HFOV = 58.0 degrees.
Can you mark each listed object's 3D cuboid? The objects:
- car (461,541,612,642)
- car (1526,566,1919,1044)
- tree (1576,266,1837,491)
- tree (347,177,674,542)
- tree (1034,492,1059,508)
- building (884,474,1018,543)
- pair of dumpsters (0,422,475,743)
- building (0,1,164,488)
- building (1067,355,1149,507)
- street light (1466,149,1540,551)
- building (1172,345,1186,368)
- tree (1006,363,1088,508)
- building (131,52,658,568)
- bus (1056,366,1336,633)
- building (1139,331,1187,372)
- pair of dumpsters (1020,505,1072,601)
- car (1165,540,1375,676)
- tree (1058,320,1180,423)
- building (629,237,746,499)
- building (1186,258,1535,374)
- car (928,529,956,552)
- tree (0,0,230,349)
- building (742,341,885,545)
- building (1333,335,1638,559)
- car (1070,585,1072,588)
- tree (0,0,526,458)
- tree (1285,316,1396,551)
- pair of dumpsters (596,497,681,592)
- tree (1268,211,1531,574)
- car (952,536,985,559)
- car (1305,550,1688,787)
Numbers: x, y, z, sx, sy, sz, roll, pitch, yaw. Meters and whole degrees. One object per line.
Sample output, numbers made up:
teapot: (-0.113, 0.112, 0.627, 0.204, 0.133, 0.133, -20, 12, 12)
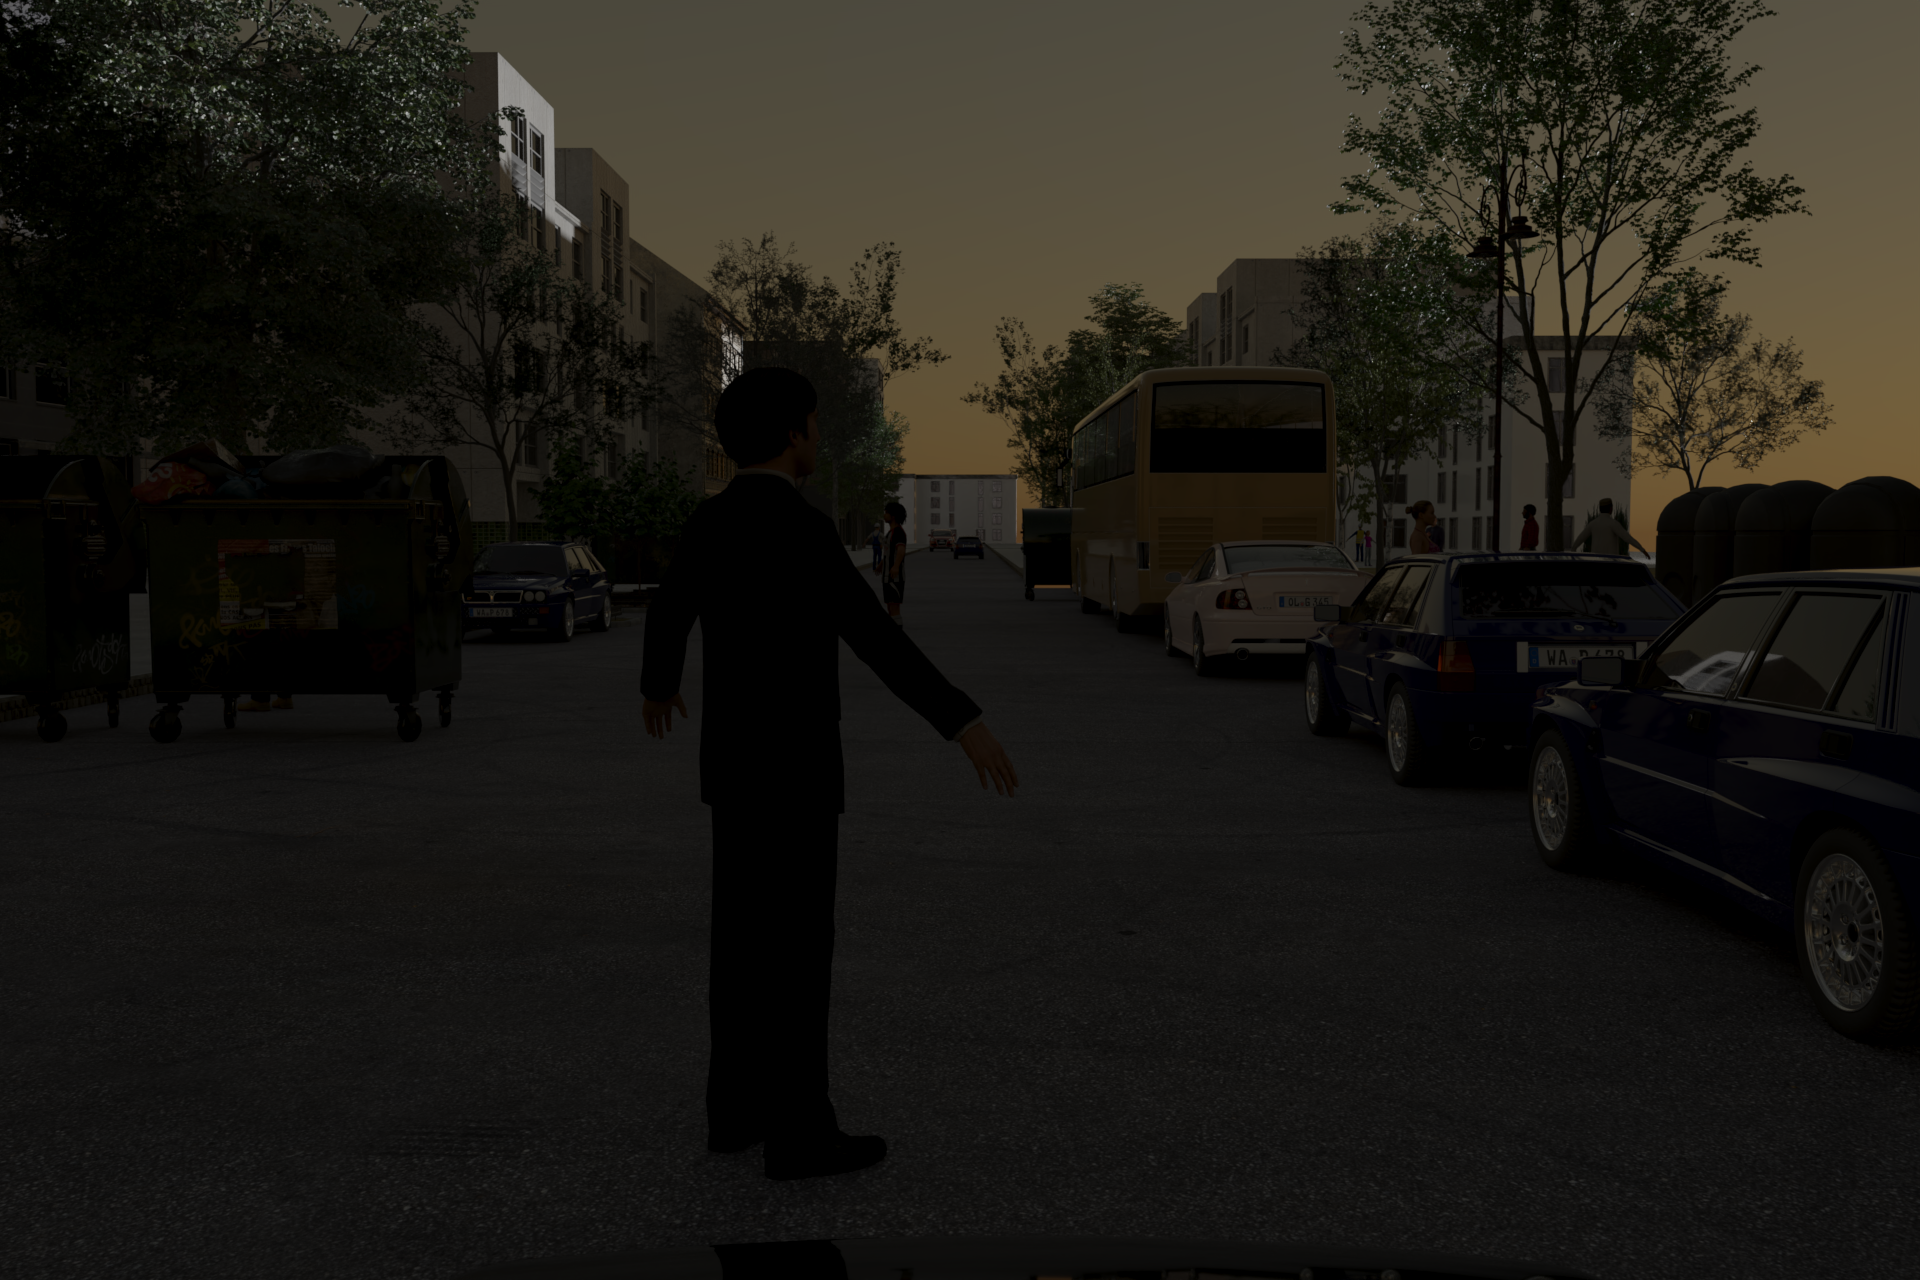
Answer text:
car: (-6.026, -0.708, 24.155, 1.945, 1.354, 3.894, 0, 3, 0)
car: (3.363, 0.390, 6.209, 1.945, 1.354, 3.894, 0, 4, 0)
tree: (25.441, -7.650, 59.484, 8.767, 10.594, 7.601, 2, 4, 25)
tree: (-11.478, -6.717, 44.228, 8.767, 10.594, 7.601, -2, 4, -32)
tree: (12.965, -17.776, 241.003, 4.360, 8.622, 3.978, 0, 3, 0)
building: (-6.085, -18.087, 240.329, 28.070, 9.664, 9.099, 0, 4, 2)
pair of dumpsters: (-5.835, -0.449, 12.292, 4.436, 2.255, 1.574, 0, 4, 0)
building: (-27.369, -13.291, 35.717, 11.959, 24.771, 22.079, 0, 4, 1)
building: (27.004, -22.653, 214.354, 27.936, 21.610, 32.646, 0, 4, 0)
street light: (6.635, -2.969, 21.331, 0.468, 5.910, 1.993, 0, 4, 1)
building: (26.177, -19.395, 173.535, 16.016, 20.090, 11.380, 0, 4, 0)
tree: (6.643, -10.943, 104.677, 9.928, 11.665, 9.643, 0, 3, 0)
building: (-25.165, -13.044, 79.725, 16.747, 18.905, 31.486, 0, 4, 0)
bus: (3.417, -2.226, 27.947, 2.896, 3.916, 12.252, 0, 4, -1)
building: (24.520, -21.851, 188.196, 19.493, 23.208, 18.063, 0, 4, 0)
pair of dumpsters: (3.522, -1.992, 37.524, 4.436, 2.255, 1.574, 0, 4, -1)
car: (3.321, -0.394, 18.806, 2.083, 1.381, 4.827, 0, 4, 1)
tree: (5.613, -6.739, 60.541, 4.737, 8.622, 4.395, 0, 3, 0)
building: (-25.325, -17.574, 118.264, 19.493, 23.208, 18.063, 0, 4, 1)
building: (26.060, -15.495, 119.809, 16.747, 18.905, 31.486, 0, 3, 0)
car: (-1.467, -8.159, 142.073, 2.281, 1.827, 5.304, 0, 3, 0)
tree: (-12.210, -5.143, 18.500, 7.601, 10.594, 8.767, 3, 5, 42)
building: (-23.431, -21.728, 199.226, 27.936, 21.610, 32.646, 0, 4, 0)
building: (24.319, -8.882, 87.376, 9.099, 9.664, 28.070, 0, 4, 1)
car: (3.763, -1.967, 44.747, 1.945, 1.354, 3.894, 0, 4, 0)
tree: (-12.216, -7.481, 28.963, 9.857, 13.997, 8.962, 0, 3, 0)
tree: (12.617, -6.556, 57.561, 4.737, 8.622, 4.395, 0, 3, 0)
pair of dumpsters: (-5.758, -2.028, 38.103, 4.436, 2.255, 1.574, 0, 3, 0)
tree: (12.136, -7.015, 49.107, 8.767, 10.594, 7.601, 2, 4, 33)
car: (0.491, -5.302, 99.270, 1.945, 1.354, 3.894, 0, 4, -1)
car: (3.349, 0.087, 11.157, 1.945, 1.354, 3.894, 0, 4, 0)
